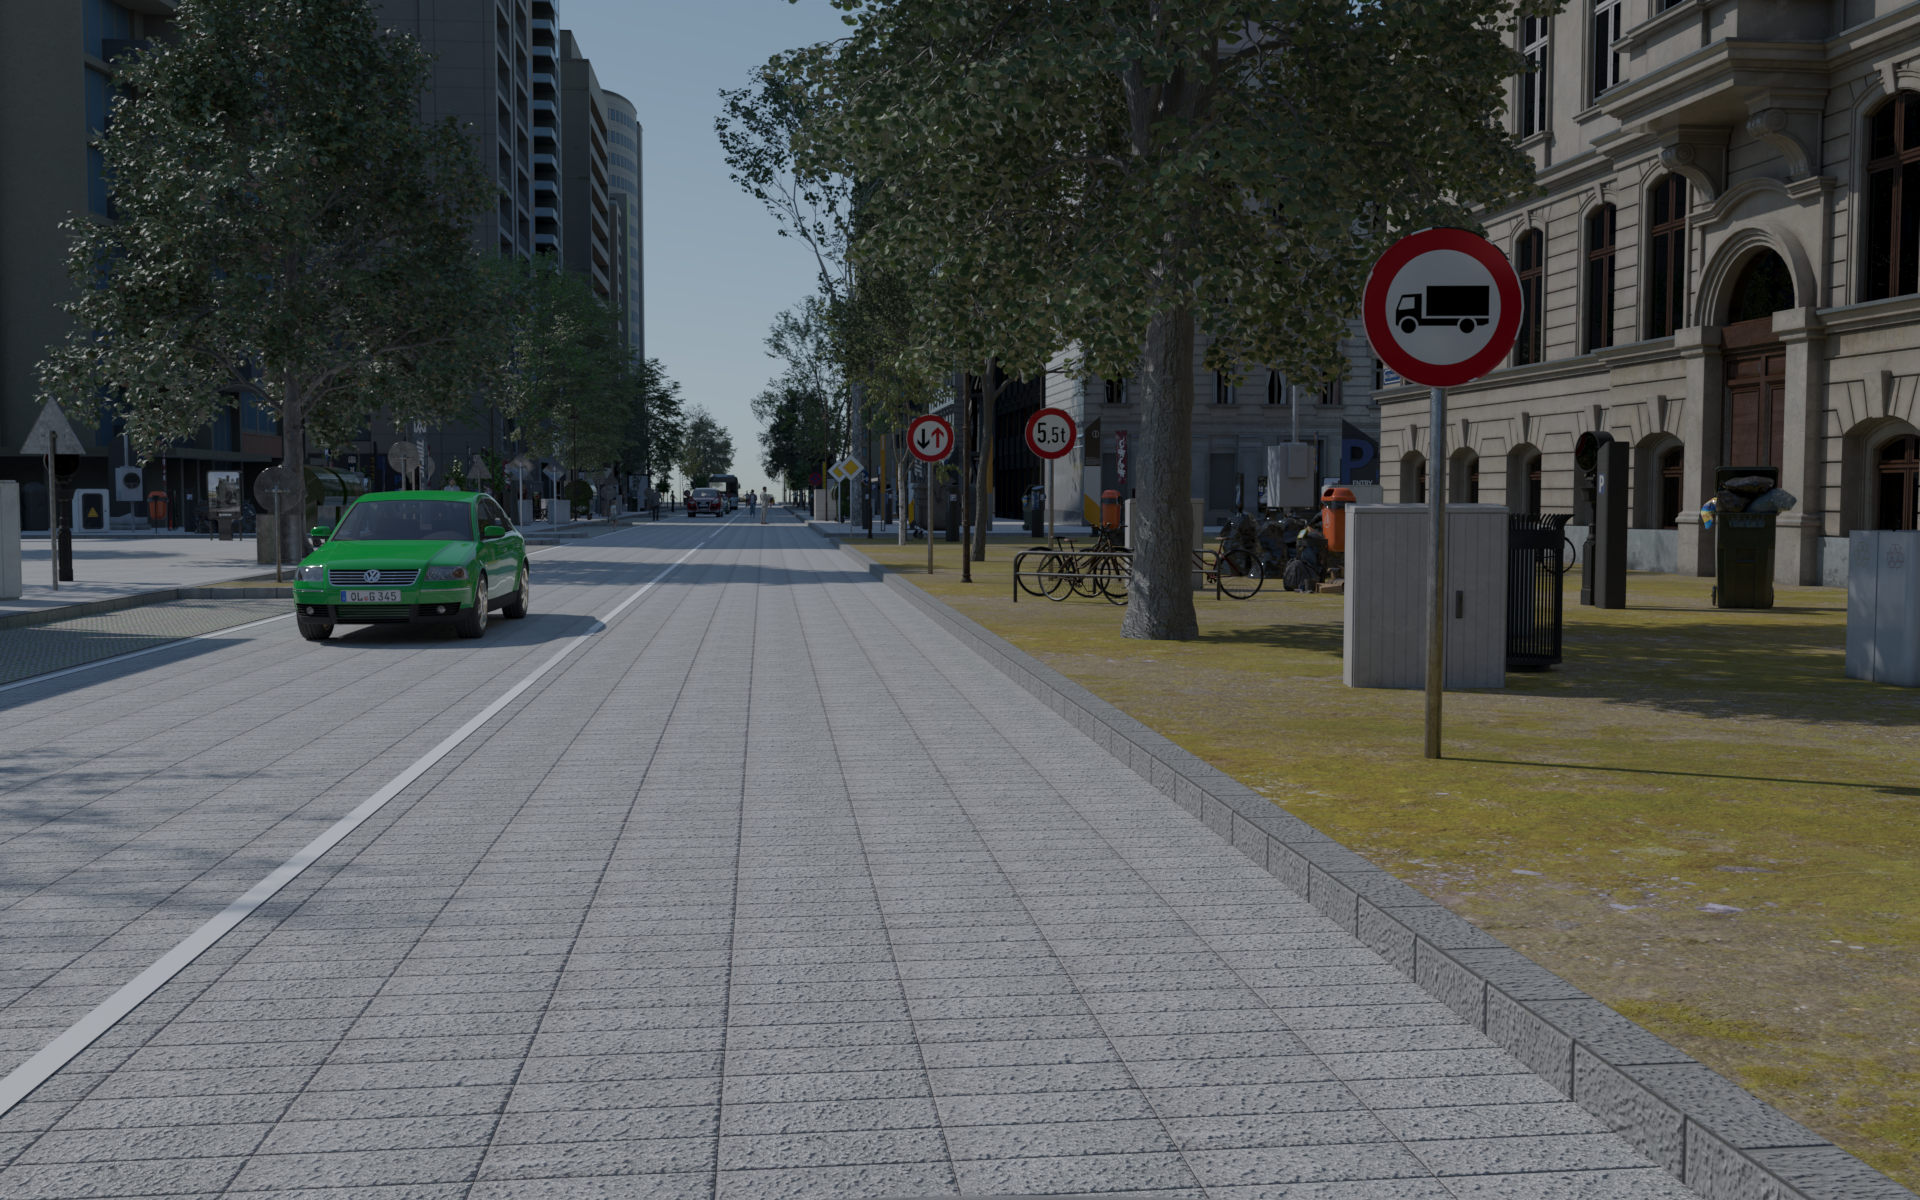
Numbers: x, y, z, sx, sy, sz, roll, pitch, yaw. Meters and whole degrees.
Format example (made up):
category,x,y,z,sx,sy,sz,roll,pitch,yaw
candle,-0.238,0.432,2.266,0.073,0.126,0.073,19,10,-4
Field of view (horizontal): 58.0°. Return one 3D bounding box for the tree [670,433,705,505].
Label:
category,x,y,z,sx,sy,sz,roll,pitch,yaw
tree,-32.207,-15.444,202.868,4.737,8.622,4.395,0,3,0

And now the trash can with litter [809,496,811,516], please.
category,x,y,z,sx,sy,sz,roll,pitch,yaw
trash can with litter,-8.257,-5.444,100.394,1.055,1.170,0.624,2,4,34

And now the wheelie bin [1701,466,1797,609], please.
category,x,y,z,sx,sy,sz,roll,pitch,yaw
wheelie bin,8.897,-0.712,19.554,0.980,1.594,0.693,1,4,21

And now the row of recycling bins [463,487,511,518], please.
category,x,y,z,sx,sy,sz,roll,pitch,yaw
row of recycling bins,-25.556,-5.307,93.880,3.534,1.692,1.069,1,4,16

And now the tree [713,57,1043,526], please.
category,x,y,z,sx,sy,sz,roll,pitch,yaw
tree,-2.806,-12.971,67.965,12.611,20.169,13.585,0,3,0

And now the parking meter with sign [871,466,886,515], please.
category,x,y,z,sx,sy,sz,roll,pitch,yaw
parking meter with sign,-5.159,-6.727,106.250,0.543,3.016,1.738,1,4,22

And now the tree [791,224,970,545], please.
category,x,y,z,sx,sy,sz,roll,pitch,yaw
tree,-1.480,-5.659,42.891,4.737,8.622,4.395,0,3,0

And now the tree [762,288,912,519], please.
category,x,y,z,sx,sy,sz,roll,pitch,yaw
tree,-6.199,-9.940,88.269,9.928,11.665,9.643,0,3,0

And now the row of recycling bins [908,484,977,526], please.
category,x,y,z,sx,sy,sz,roll,pitch,yaw
row of recycling bins,-0.631,-3.869,70.378,3.534,1.692,1.069,2,4,34

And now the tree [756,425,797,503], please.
category,x,y,z,sx,sy,sz,roll,pitch,yaw
tree,-25.138,-21.133,255.889,12.009,13.543,11.850,0,3,0

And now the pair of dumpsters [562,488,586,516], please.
category,x,y,z,sx,sy,sz,roll,pitch,yaw
pair of dumpsters,-22.961,-6.203,103.920,1.574,2.255,4.437,0,4,-6

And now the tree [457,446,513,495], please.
category,x,y,z,sx,sy,sz,roll,pitch,yaw
tree,-16.891,-4.179,62.933,1.663,3.219,1.824,0,3,0

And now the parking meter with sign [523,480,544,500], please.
category,x,y,z,sx,sy,sz,roll,pitch,yaw
parking meter with sign,-25.116,-6.521,102.886,1.738,3.016,0.543,-2,4,-32

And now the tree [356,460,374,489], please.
category,x,y,z,sx,sy,sz,roll,pitch,yaw
tree,-33.931,-6.325,98.021,1.663,3.219,1.824,0,3,0

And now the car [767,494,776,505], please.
category,x,y,z,sx,sy,sz,roll,pitch,yaw
car,-25.572,-13.515,231.185,2.015,1.641,3.980,0,4,-5

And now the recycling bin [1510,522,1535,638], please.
category,x,y,z,sx,sy,sz,roll,pitch,yaw
recycling bin,4.710,-0.194,15.721,0.722,1.027,0.722,-1,4,-14

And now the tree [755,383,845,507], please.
category,x,y,z,sx,sy,sz,roll,pitch,yaw
tree,-16.160,-15.860,176.324,9.611,12.733,9.660,0,3,0

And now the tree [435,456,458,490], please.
category,x,y,z,sx,sy,sz,roll,pitch,yaw
tree,-25.178,-5.630,86.650,1.663,3.219,1.824,0,3,0

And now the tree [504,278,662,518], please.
category,x,y,z,sx,sy,sz,roll,pitch,yaw
tree,-20.324,-10.588,91.245,7.486,12.596,7.792,0,3,0

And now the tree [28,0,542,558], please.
category,x,y,z,sx,sy,sz,roll,pitch,yaw
tree,-13.319,-7.192,34.601,9.611,12.733,9.660,0,3,0

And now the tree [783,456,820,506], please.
category,x,y,z,sx,sy,sz,roll,pitch,yaw
tree,-12.475,-9.893,145.459,4.285,4.588,4.351,0,3,0

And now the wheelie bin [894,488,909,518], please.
category,x,y,z,sx,sy,sz,roll,pitch,yaw
wheelie bin,-3.004,-5.188,92.728,0.980,1.594,0.693,-2,4,-31

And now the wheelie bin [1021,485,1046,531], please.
category,x,y,z,sx,sy,sz,roll,pitch,yaw
wheelie bin,2.626,-3.238,60.855,0.693,1.594,0.980,3,4,39

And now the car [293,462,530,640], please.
category,x,y,z,sx,sy,sz,roll,pitch,yaw
car,-5.757,-0.595,18.524,1.959,1.807,4.718,0,4,-6

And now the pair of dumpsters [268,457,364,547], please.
category,x,y,z,sx,sy,sz,roll,pitch,yaw
pair of dumpsters,-16.301,-2.521,43.713,1.574,2.255,4.437,0,4,-6

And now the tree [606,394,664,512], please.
category,x,y,z,sx,sy,sz,roll,pitch,yaw
tree,-23.033,-10.535,122.601,4.360,8.622,3.978,0,3,0

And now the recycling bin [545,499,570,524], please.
category,x,y,z,sx,sy,sz,roll,pitch,yaw
recycling bin,-17.082,-3.745,73.791,0.722,1.027,0.722,-3,5,-39

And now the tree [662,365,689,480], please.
category,x,y,z,sx,sy,sz,roll,pitch,yaw
tree,-26.049,-13.800,143.757,7.486,12.596,7.792,0,3,0

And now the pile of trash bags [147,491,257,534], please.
category,x,y,z,sx,sy,sz,roll,pitch,yaw
pile of trash bags,-24.797,-2.875,56.752,3.447,1.369,1.912,0,4,-8

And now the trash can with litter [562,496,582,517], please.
category,x,y,z,sx,sy,sz,roll,pitch,yaw
trash can with litter,-21.017,-5.022,93.489,1.055,1.170,0.624,-2,4,-32

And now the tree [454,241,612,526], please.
category,x,y,z,sx,sy,sz,roll,pitch,yaw
tree,-18.049,-8.839,70.274,9.928,11.665,9.643,0,3,0

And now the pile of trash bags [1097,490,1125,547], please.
category,x,y,z,sx,sy,sz,roll,pitch,yaw
pile of trash bags,4.211,-2.012,42.650,1.912,1.369,3.447,2,4,24

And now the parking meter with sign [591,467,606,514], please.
category,x,y,z,sx,sy,sz,roll,pitch,yaw
parking meter with sign,-23.226,-7.139,112.981,1.738,3.016,0.543,1,4,15

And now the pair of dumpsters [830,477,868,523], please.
category,x,y,z,sx,sy,sz,roll,pitch,yaw
pair of dumpsters,-4.958,-4.607,77.821,1.574,2.255,4.437,0,4,-6

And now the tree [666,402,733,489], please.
category,x,y,z,sx,sy,sz,roll,pitch,yaw
tree,-35.343,-19.585,230.579,12.009,13.543,11.850,0,3,0

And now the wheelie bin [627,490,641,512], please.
category,x,y,z,sx,sy,sz,roll,pitch,yaw
wheelie bin,-23.439,-7.122,124.360,0.980,1.594,0.693,-3,4,-38

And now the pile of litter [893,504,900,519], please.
category,x,y,z,sx,sy,sz,roll,pitch,yaw
pile of litter,-3.375,-4.681,90.495,1.176,0.858,1.719,0,4,-3

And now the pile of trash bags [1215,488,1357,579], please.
category,x,y,z,sx,sy,sz,roll,pitch,yaw
pile of trash bags,5.219,-1.029,26.573,1.912,1.369,3.447,-1,4,-13

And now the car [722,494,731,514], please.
category,x,y,z,sx,sy,sz,roll,pitch,yaw
car,-17.472,-6.875,124.201,2.131,1.459,4.920,0,4,-6

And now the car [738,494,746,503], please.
category,x,y,z,sx,sy,sz,roll,pitch,yaw
car,-32.671,-15.210,258.908,2.015,1.641,3.980,0,4,-8

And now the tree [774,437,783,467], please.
category,x,y,z,sx,sy,sz,roll,pitch,yaw
tree,-15.562,-13.227,166.622,4.360,8.622,3.978,0,3,0

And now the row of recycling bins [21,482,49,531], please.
category,x,y,z,sx,sy,sz,roll,pitch,yaw
row of recycling bins,-33.440,-3.219,59.735,3.534,1.692,1.069,-2,4,-25

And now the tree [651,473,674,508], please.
category,x,y,z,sx,sy,sz,roll,pitch,yaw
tree,-27.960,-10.240,162.030,1.663,3.219,1.824,0,3,0

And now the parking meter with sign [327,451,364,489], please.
category,x,y,z,sx,sy,sz,roll,pitch,yaw
parking meter with sign,-20.962,-3.888,59.838,1.738,3.016,0.543,-2,4,-34

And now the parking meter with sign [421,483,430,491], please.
category,x,y,z,sx,sy,sz,roll,pitch,yaw
parking meter with sign,-19.956,-4.159,64.268,0.543,3.016,1.738,0,4,6

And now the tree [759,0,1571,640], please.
category,x,y,z,sx,sy,sz,roll,pitch,yaw
tree,1.771,-6.640,15.223,9.857,13.997,8.962,0,3,0

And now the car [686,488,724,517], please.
category,x,y,z,sx,sy,sz,roll,pitch,yaw
car,-15.839,-6.068,107.884,2.281,1.827,5.304,0,4,-5

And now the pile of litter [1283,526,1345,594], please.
category,x,y,z,sx,sy,sz,roll,pitch,yaw
pile of litter,4.937,-0.556,23.048,1.719,0.858,1.176,-3,5,-44

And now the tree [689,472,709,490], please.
category,x,y,z,sx,sy,sz,roll,pitch,yaw
tree,-38.440,-16.606,255.227,4.285,4.588,4.351,0,3,0

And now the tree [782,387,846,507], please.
category,x,y,z,sx,sy,sz,roll,pitch,yaw
tree,-9.773,-10.362,119.780,4.360,8.622,3.978,0,3,0

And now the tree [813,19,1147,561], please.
category,x,y,z,sx,sy,sz,roll,pitch,yaw
tree,0.664,-6.006,32.615,7.601,10.594,8.767,1,4,12
